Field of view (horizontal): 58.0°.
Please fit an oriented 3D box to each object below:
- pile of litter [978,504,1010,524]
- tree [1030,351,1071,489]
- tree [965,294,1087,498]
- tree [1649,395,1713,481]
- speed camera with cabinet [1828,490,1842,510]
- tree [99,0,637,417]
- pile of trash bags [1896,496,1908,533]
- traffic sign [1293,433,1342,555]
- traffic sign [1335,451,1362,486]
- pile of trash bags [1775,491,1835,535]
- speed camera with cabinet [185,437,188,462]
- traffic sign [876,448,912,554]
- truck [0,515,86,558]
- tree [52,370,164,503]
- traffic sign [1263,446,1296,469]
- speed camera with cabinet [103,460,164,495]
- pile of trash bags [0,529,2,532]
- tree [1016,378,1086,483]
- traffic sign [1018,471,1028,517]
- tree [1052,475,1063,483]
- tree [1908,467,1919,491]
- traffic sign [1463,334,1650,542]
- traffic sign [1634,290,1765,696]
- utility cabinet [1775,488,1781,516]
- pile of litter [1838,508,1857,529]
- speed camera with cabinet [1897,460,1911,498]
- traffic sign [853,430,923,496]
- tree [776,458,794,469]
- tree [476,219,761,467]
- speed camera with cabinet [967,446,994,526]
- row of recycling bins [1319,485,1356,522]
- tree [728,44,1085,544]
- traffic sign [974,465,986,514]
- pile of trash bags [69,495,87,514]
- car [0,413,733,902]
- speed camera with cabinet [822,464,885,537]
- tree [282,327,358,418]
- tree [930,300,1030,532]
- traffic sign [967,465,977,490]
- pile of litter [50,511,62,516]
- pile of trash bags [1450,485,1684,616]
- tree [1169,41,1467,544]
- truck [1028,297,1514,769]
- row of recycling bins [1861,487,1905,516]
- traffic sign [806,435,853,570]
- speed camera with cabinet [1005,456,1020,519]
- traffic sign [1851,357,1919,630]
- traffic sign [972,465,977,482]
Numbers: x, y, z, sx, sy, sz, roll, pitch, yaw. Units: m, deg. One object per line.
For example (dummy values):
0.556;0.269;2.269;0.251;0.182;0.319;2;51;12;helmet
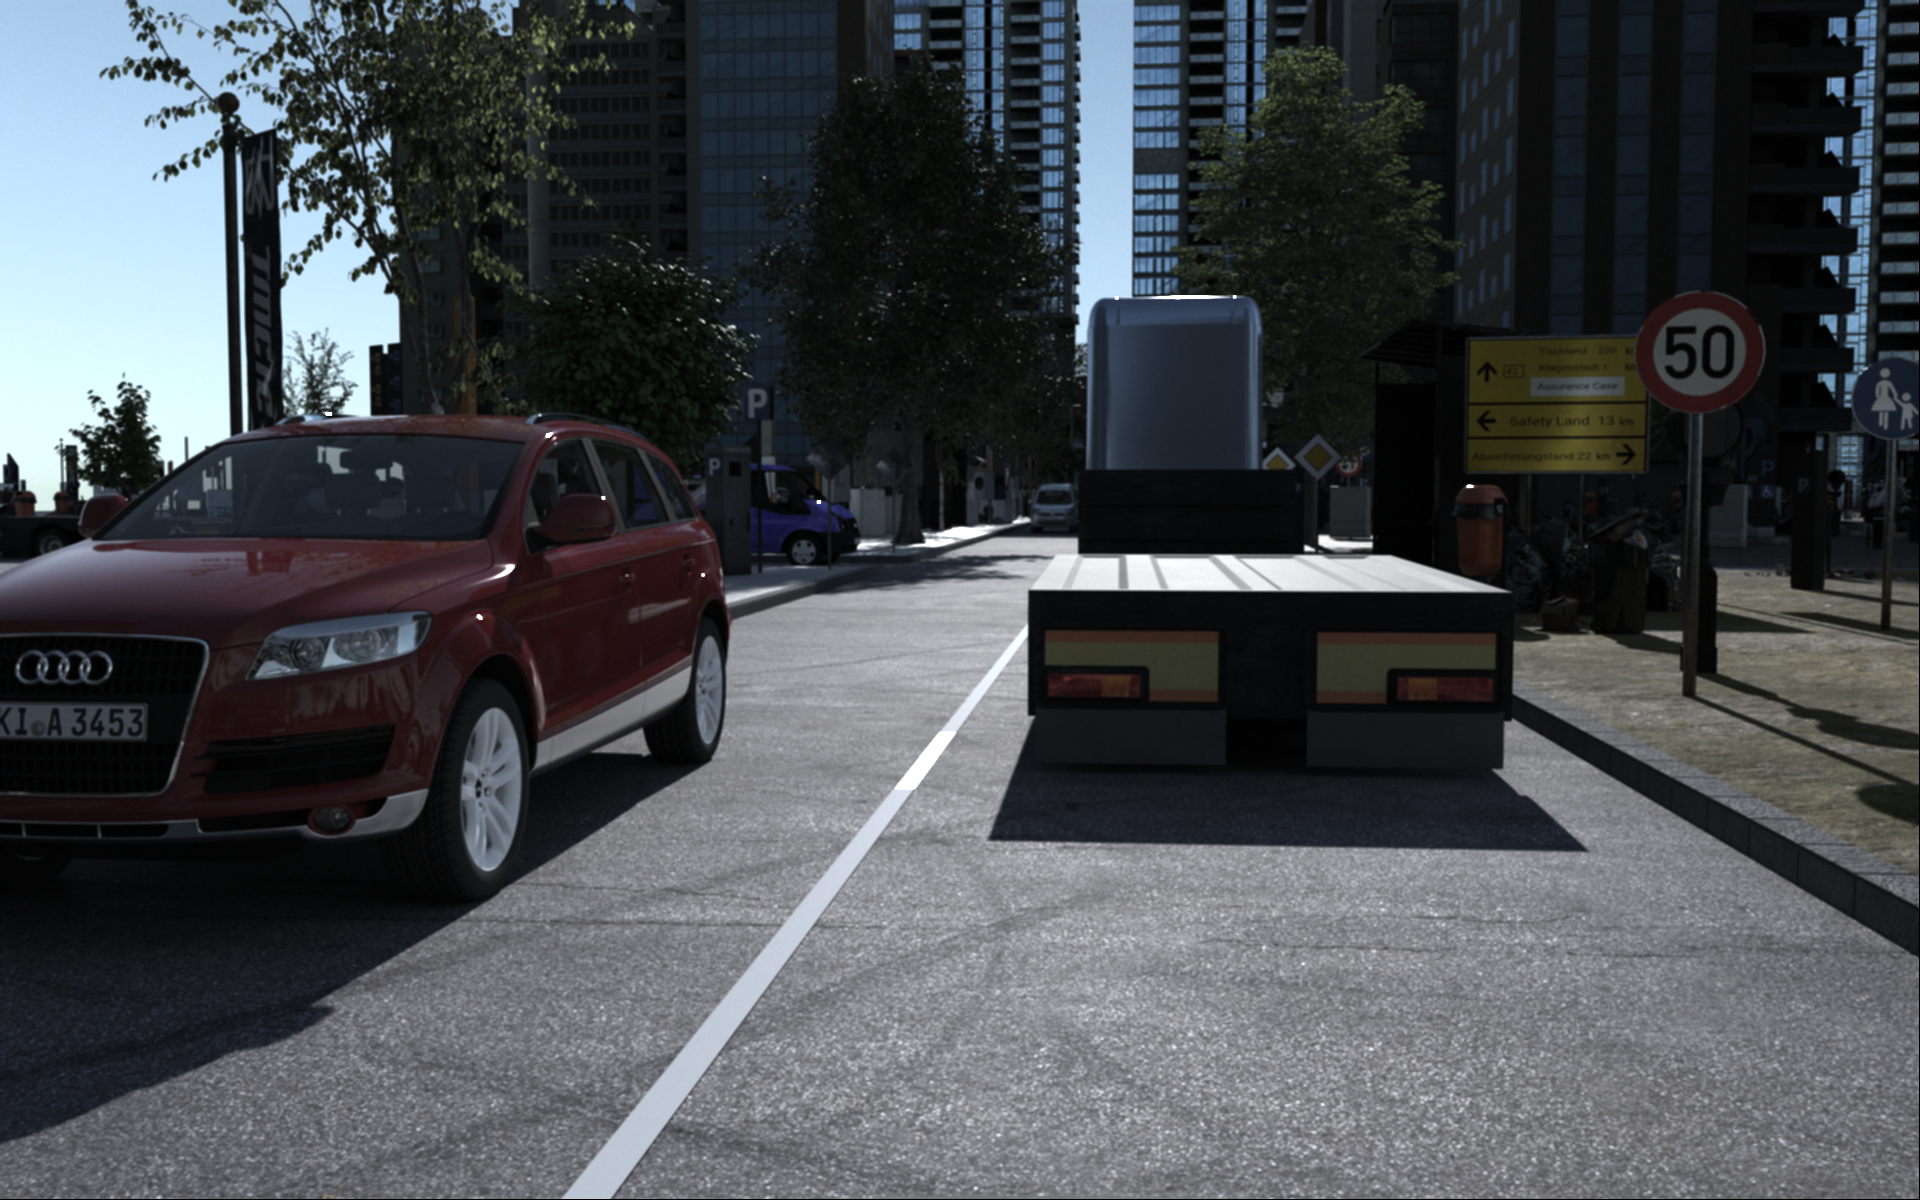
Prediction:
1.334;-3.654;73.705;1.719;0.858;1.176;0;4;-6;pile of litter
2.519;-8.072;82.331;4.737;8.622;4.395;0;3;0;tree
4.764;-11.918;105.230;12.009;13.543;11.850;0;3;0;tree
27.615;-7.087;66.235;4.737;8.622;4.395;0;3;0;tree
39.981;-5.256;80.276;0.660;3.252;2.038;-1;4;-9;speed camera with cabinet
-4.566;-3.921;14.474;4.360;8.622;3.978;0;3;0;tree
29.966;-2.719;54.215;1.912;1.369;3.447;-1;4;-10;pile of trash bags
5.888;-1.524;28.562;0.795;2.450;0.064;0;4;6;traffic sign
11.467;-3.123;51.163;0.768;2.556;0.104;1;4;8;traffic sign
26.287;-2.776;55.144;3.447;1.369;1.912;-1;4;-11;pile of trash bags
-26.031;-4.020;60.061;2.038;3.252;0.660;0;4;4;speed camera with cabinet
-1.424;-2.061;37.332;0.795;2.450;0.064;0;4;6;traffic sign
-23.987;-2.790;35.368;18.799;4.110;2.967;0;4;5;truck
-13.005;-1.993;27.193;1.663;3.219;1.824;0;3;0;tree
6.678;-2.010;36.508;0.795;2.450;0.064;0;4;6;traffic sign
-20.779;-3.012;43.585;0.660;3.252;2.038;0;4;3;speed camera with cabinet
-26.889;-2.352;48.211;3.447;1.369;1.912;2;4;28;pile of trash bags
7.406;-12.207;134.002;8.767;10.594;7.601;3;5;44;tree
3.493;-5.828;95.397;0.768;2.556;0.104;1;4;12;traffic sign
8.733;-9.698;153.171;1.663;3.219;1.824;0;3;0;tree
36.185;-4.270;64.408;1.663;3.219;1.824;0;3;0;tree
7.649;-1.737;22.267;2.265;3.308;0.079;1;4;12;traffic sign
4.641;-0.663;10.948;0.768;2.556;0.104;1;4;14;traffic sign
27.240;-3.070;58.865;1.173;1.500;0.318;0;4;0;utility cabinet
32.501;-3.046;63.771;1.719;0.858;1.176;-2;4;-30;pile of litter
53.527;-6.422;99.339;2.038;3.252;0.660;-1;4;-12;speed camera with cabinet
-2.317;-3.769;55.500;2.265;3.308;0.079;0;4;6;traffic sign
-9.580;-6.046;93.457;1.663;3.219;1.824;0;3;0;tree
-4.080;-2.271;20.846;4.285;4.588;4.351;0;3;0;tree
0.573;-4.698;71.155;0.660;3.252;2.038;-3;4;-37;speed camera with cabinet
17.097;-4.464;80.106;3.534;1.692;1.069;-2;4;-29;row of recycling bins
-1.315;-7.814;44.769;9.611;12.733;9.660;0;3;0;tree
0.816;-4.668;76.432;0.768;2.556;0.104;1;4;12;traffic sign
-35.972;-3.783;71.611;3.447;1.369;1.912;1;4;14;pile of trash bags
-2.478;0.050;7.857;2.281;1.827;5.304;0;4;6;car
-3.185;-3.520;51.885;2.038;3.252;0.660;-3;5;-44;speed camera with cabinet
-28.526;-7.673;75.812;4.737;8.622;4.395;0;3;0;tree
-0.376;-6.609;58.419;4.737;8.622;4.395;0;3;0;tree
0.350;-4.611;75.502;0.768;2.556;0.104;1;4;12;traffic sign
-50.829;-5.129;97.820;1.176;0.858;1.719;2;4;35;pile of litter
6.344;-0.543;18.633;3.447;1.369;1.912;-3;5;-44;pile of trash bags
8.994;-7.735;44.587;7.486;12.596;7.792;0;3;0;tree
2.405;-1.724;17.954;2.967;4.110;18.799;0;4;5;truck
51.535;-5.479;96.698;1.069;1.692;3.534;0;4;0;row of recycling bins
-2.214;-1.575;29.386;0.795;2.450;0.064;0;4;6;traffic sign
2.685;-5.842;89.847;0.660;3.252;2.038;0;4;-4;speed camera with cabinet
8.732;-0.988;16.263;0.768;2.556;0.104;1;4;9;traffic sign
0.712;-4.701;76.868;0.884;2.594;0.081;1;4;11;traffic sign
